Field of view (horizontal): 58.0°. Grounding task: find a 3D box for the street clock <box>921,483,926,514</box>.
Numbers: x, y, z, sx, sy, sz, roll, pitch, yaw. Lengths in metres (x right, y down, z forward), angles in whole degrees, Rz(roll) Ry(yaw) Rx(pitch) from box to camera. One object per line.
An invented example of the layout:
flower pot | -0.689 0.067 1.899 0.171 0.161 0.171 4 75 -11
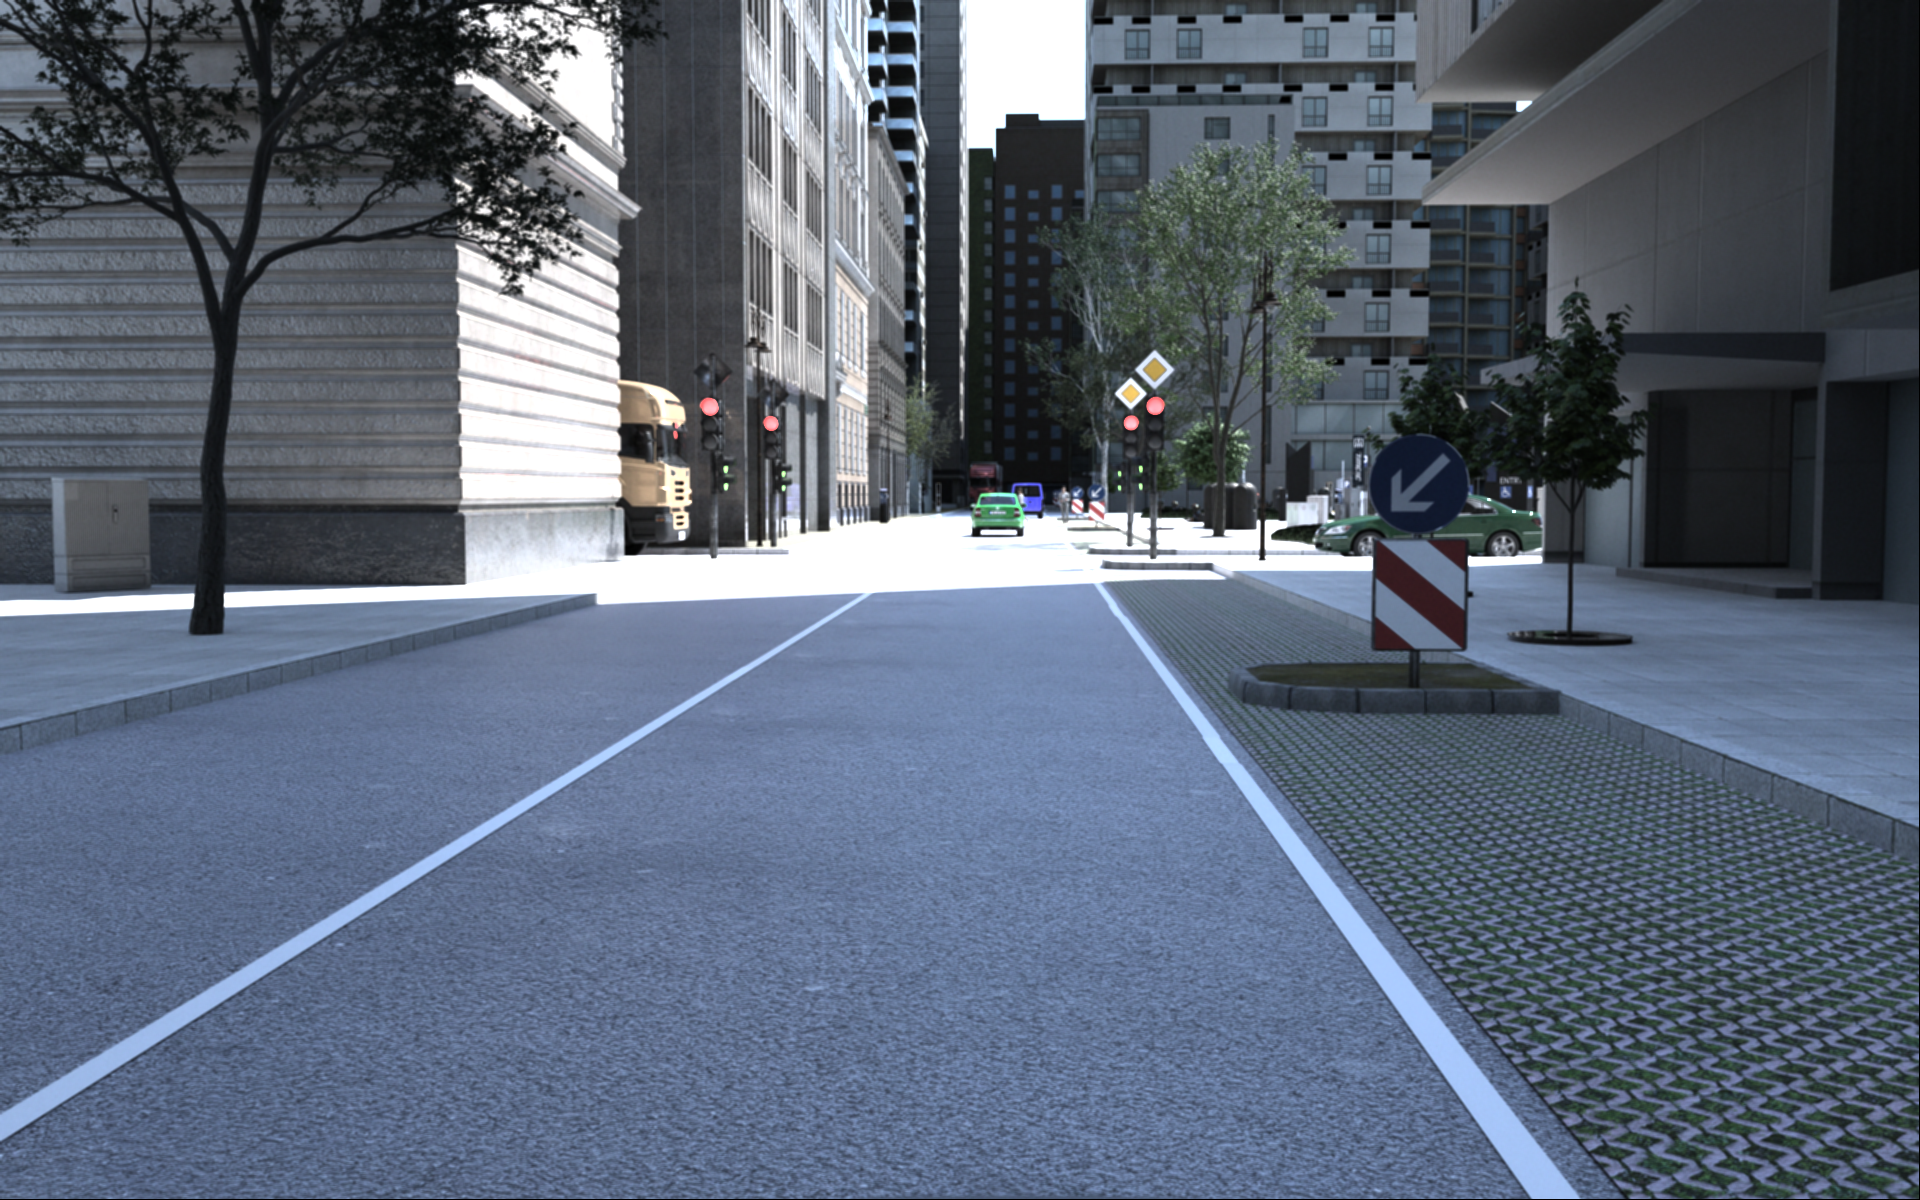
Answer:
street clock | -2.476 -6.702 114.145 0.471 2.002 0.358 -3 5 -45

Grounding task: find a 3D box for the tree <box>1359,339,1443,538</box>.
tree | 5.819 -1.662 21.770 1.663 3.219 1.824 0 3 0

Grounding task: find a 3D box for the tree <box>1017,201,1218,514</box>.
tree | 9.950 -15.551 110.147 12.611 20.169 13.585 0 3 0

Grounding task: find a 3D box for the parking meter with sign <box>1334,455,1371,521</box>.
parking meter with sign | 17.311 -4.910 76.540 1.738 3.016 0.543 -2 4 -33

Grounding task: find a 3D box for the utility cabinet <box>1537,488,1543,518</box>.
utility cabinet | 20.831 -3.225 61.404 0.318 1.500 1.173 3 5 40

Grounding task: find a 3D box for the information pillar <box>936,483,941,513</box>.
information pillar | -1.446 -6.805 115.758 0.304 2.012 0.304 0 4 -4

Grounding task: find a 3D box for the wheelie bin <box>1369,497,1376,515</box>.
wheelie bin | 19.775 -4.549 82.280 0.980 1.594 0.693 2 4 25

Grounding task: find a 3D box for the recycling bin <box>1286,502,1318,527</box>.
recycling bin | 10.631 -2.527 53.871 0.722 1.027 0.722 -2 4 -24

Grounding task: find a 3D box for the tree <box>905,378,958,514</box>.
tree | -2.304 -9.774 110.165 4.360 8.622 3.978 0 3 0

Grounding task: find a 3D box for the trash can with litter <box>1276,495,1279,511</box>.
trash can with litter | 18.004 -5.294 97.620 1.678 1.210 2.233 0 4 6

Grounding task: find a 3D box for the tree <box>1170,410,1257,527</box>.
tree | 9.835 -5.101 67.113 4.285 4.588 4.351 0 3 0

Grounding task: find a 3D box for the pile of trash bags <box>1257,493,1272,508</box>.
pile of trash bags | 20.124 -6.331 113.268 1.912 1.369 3.447 -2 4 -28

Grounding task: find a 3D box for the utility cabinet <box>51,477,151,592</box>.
utility cabinet | -11.339 -0.870 22.906 0.318 1.500 1.173 2 4 31

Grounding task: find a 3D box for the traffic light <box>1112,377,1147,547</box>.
traffic light | 4.085 -3.230 41.738 0.839 4.253 0.868 0 4 2

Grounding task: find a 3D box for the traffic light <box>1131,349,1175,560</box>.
traffic light | 3.763 -2.742 33.760 0.839 4.253 0.868 0 4 2

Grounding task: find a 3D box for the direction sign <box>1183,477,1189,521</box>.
direction sign | 11.016 -5.620 83.889 0.379 3.537 0.876 1 4 11

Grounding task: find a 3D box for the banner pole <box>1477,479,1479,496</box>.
banner pole | 30.502 -6.845 101.940 0.401 3.779 0.863 1 4 17

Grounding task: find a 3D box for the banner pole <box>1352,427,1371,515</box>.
banner pole | 14.959 -4.550 64.413 0.863 3.779 0.401 -1 4 -11

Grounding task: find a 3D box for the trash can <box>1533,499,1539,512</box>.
trash can | 18.015 -2.651 55.001 0.748 1.137 0.748 0 3 0

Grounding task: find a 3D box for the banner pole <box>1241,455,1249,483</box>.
banner pole | 17.763 -7.207 107.853 0.863 3.779 0.401 -3 5 -44

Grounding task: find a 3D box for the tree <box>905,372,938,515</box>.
tree | -3.352 -9.427 104.494 4.737 8.622 4.395 0 3 0

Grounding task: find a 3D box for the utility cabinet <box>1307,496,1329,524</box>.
utility cabinet | 13.982 -3.463 67.782 0.306 1.237 1.020 -2 4 -26

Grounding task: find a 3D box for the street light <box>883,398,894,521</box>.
street light | -3.417 -6.704 82.404 0.468 5.910 1.993 0 4 2

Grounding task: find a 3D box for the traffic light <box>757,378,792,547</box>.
traffic light | -4.520 -3.251 42.068 0.839 4.253 0.868 0 4 2

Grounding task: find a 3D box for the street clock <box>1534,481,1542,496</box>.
street clock | 23.469 -4.017 70.251 0.358 2.002 0.471 2 4 34

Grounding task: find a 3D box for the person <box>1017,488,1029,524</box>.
person | 2.836 -4.363 80.592 0.760 1.731 0.466 0 4 -5

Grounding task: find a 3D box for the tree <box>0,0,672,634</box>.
tree | -6.616 -4.953 15.400 7.601 10.594 8.767 2 4 27

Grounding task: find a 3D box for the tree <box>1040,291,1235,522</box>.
tree | 7.802 -8.778 77.935 8.767 10.594 7.601 -1 4 -10

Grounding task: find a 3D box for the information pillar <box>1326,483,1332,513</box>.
information pillar | 23.743 -6.542 111.460 0.304 2.012 0.304 -1 4 -19

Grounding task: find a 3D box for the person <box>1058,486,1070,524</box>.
person | 4.998 -4.562 83.294 0.606 1.804 0.583 1 4 10

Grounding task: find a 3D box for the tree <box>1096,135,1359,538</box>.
tree | 7.729 -7.663 51.039 9.928 11.665 9.643 0 3 0

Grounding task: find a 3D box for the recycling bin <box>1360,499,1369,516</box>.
recycling bin | 23.004 -5.154 96.817 0.722 1.027 0.722 -1 4 -17

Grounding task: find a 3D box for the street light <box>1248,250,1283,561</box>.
street light | 5.807 -3.688 33.089 0.468 5.910 1.993 0 4 2

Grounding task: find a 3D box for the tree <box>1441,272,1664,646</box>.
tree | 5.450 -1.254 15.109 1.663 3.219 1.824 0 3 0

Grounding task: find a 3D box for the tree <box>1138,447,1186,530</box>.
tree | 6.999 -4.086 61.399 1.663 3.219 1.824 0 3 0

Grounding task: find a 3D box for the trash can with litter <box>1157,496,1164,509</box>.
trash can with litter | 11.630 -5.422 100.033 0.624 1.170 1.055 -1 4 -14

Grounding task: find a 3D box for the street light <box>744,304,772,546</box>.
street light | -4.914 -4.253 42.328 0.468 5.910 1.993 0 4 2

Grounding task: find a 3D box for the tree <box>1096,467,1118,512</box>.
tree | 10.511 -7.761 121.499 1.663 3.219 1.824 0 3 0
